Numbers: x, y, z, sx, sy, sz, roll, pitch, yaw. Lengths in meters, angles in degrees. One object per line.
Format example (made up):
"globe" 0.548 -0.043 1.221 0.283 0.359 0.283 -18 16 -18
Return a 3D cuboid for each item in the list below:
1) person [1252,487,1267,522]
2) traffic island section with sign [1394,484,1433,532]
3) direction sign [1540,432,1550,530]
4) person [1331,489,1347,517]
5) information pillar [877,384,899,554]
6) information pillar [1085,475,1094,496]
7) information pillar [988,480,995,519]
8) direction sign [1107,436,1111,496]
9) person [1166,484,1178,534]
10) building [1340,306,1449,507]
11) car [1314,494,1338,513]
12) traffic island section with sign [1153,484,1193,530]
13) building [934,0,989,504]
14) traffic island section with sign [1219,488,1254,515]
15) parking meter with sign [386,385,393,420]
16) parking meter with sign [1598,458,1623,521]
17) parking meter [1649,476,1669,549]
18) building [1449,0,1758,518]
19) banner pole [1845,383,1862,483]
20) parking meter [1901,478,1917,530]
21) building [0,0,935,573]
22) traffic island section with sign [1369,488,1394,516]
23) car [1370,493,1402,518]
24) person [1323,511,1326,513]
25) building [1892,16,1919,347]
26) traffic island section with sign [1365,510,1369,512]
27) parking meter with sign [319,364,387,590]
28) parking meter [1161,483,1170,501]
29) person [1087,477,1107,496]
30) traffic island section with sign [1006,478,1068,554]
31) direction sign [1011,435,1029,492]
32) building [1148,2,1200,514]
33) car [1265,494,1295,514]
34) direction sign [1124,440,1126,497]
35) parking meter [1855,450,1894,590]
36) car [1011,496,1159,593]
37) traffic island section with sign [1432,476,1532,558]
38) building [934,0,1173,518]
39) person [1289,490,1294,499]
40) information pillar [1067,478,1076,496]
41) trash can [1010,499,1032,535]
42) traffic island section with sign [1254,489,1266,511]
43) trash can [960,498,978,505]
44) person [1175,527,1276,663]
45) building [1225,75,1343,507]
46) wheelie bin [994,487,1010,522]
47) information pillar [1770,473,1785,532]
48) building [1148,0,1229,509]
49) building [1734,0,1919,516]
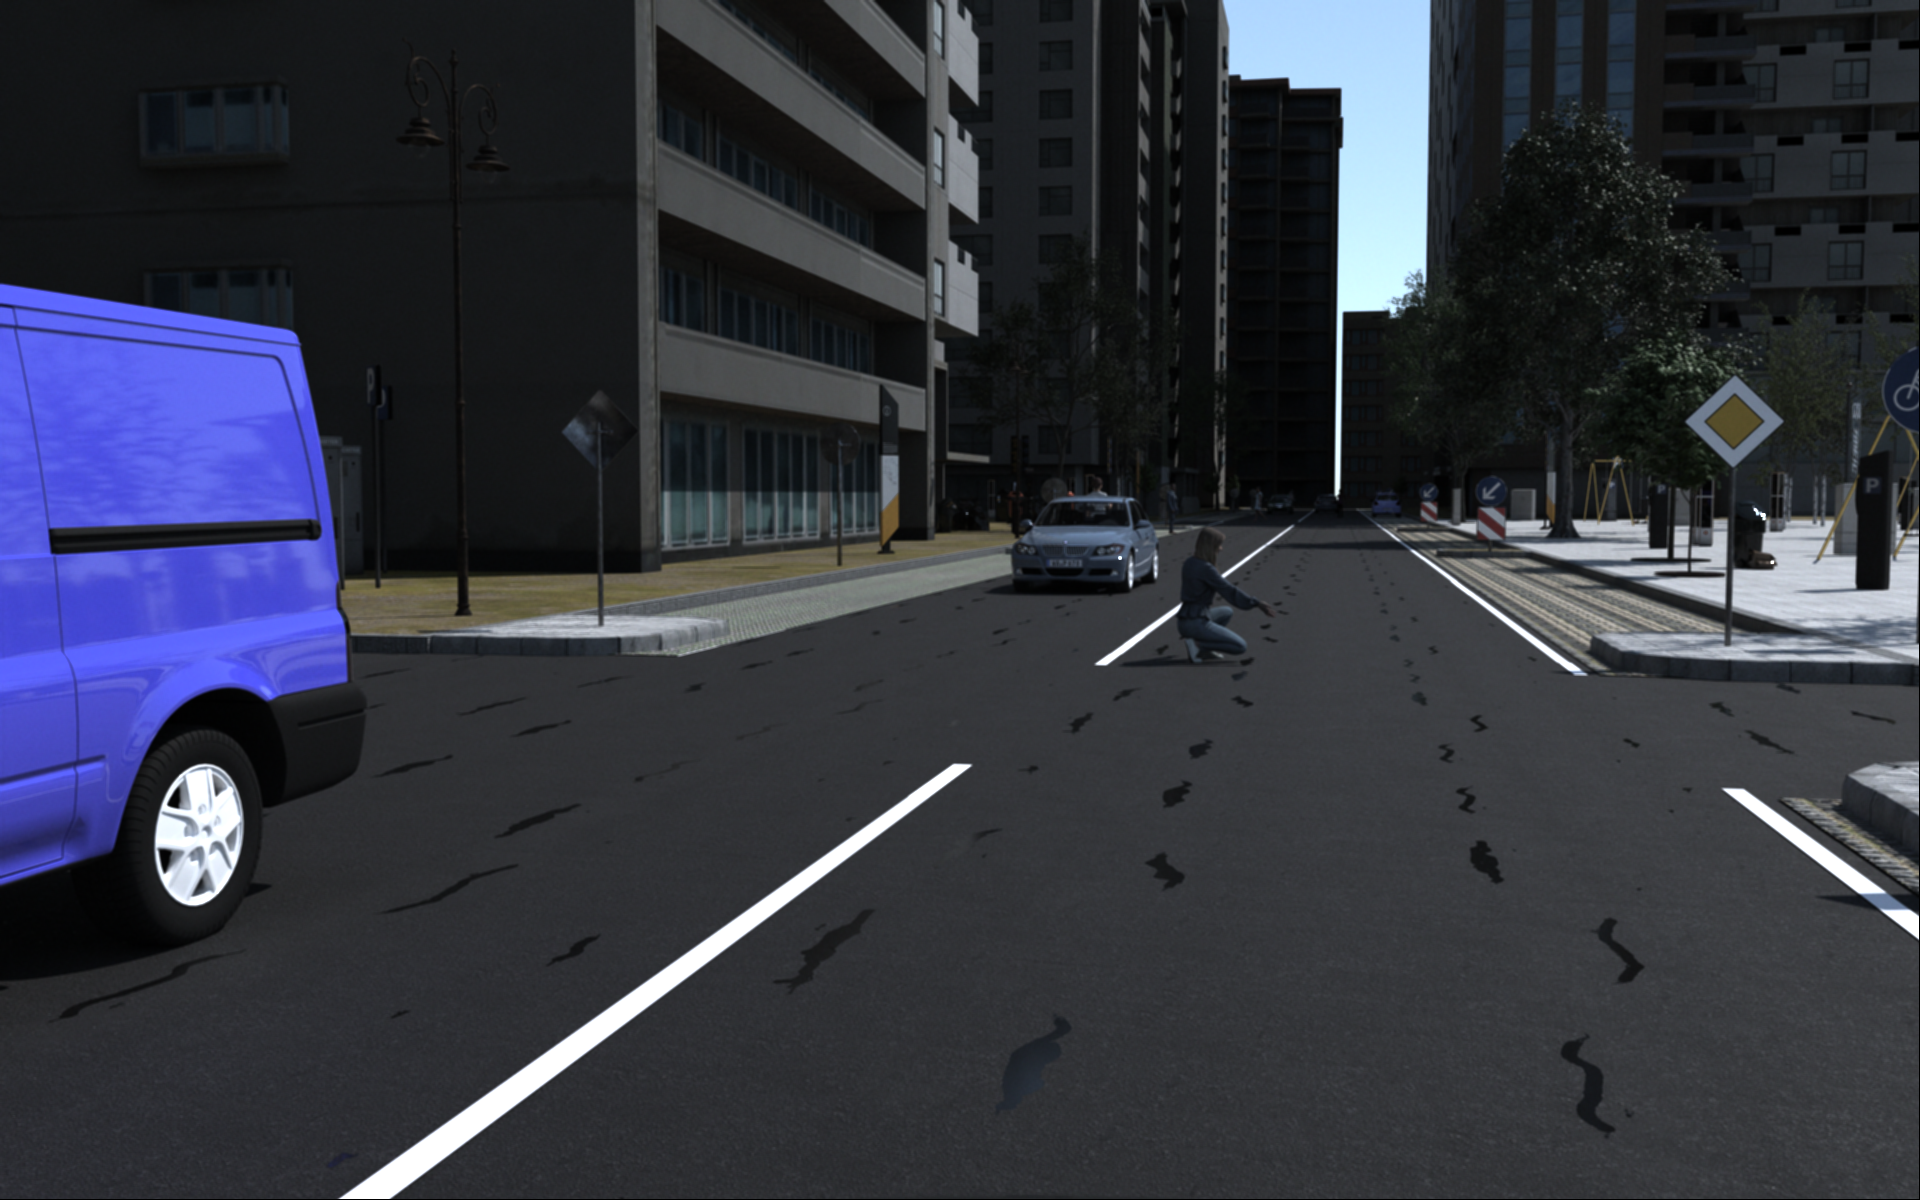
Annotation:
"person" 15.339 -4.900 88.710 0.778 1.811 0.616 1 4 16
"traffic island section with sign" 17.649 -3.495 65.771 1.989 1.847 2.006 1 4 12
"direction sign" 21.144 -4.312 62.491 0.379 3.537 0.876 2 4 24
"person" 23.354 -5.958 106.604 1.217 1.739 0.721 -2 4 -29
"information pillar" -1.532 -2.803 37.182 0.504 3.616 0.183 -3 5 -44
"information pillar" 4.937 -3.771 66.147 0.304 2.012 0.304 -1 4 -11
"information pillar" 1.666 -5.277 90.771 0.304 2.012 0.304 1 4 17
"direction sign" 5.851 -4.649 68.003 0.379 3.537 0.876 1 4 14
"person" 7.620 -3.278 62.271 0.419 1.800 0.721 1 4 17
"building" 54.768 -20.578 181.495 28.899 21.520 27.650 1 4 12
"car" 27.698 -7.266 130.800 2.014 1.417 4.499 1 4 13
"traffic island section with sign" 8.388 -3.750 69.934 1.989 1.847 2.006 1 4 12
"building" -14.511 -29.555 72.464 28.713 52.752 27.495 1 4 12
"traffic island section with sign" 18.516 -6.598 116.499 1.989 1.847 2.006 1 4 12
"parking meter with sign" -9.891 -1.905 27.413 0.543 3.016 1.738 3 5 42
"parking meter with sign" 30.896 -5.269 82.406 0.543 3.016 1.738 0 4 -3
"parking meter" 16.443 -2.144 40.772 0.399 1.863 0.255 0 4 3
"building" 35.686 -27.384 97.845 14.600 45.320 14.200 1 4 12
"banner pole" 20.233 -3.014 39.296 0.863 3.779 0.401 -3 4 -38
"parking meter" 35.549 -3.613 64.784 0.399 1.863 0.255 1 4 18
"building" -13.346 -25.406 39.097 21.300 48.544 21.600 1 4 12
"traffic island section with sign" 28.145 -6.449 114.069 1.989 1.847 2.006 1 4 12
"car" 26.182 -5.919 106.363 1.945 1.707 3.694 1 4 12
"person" 28.314 -7.513 134.563 0.599 1.433 0.991 3 4 39
"building" 79.224 -28.198 144.627 14.086 41.232 14.154 1 4 12
"traffic island section with sign" 33.934 -8.079 140.726 1.989 1.847 2.006 1 4 12
"parking meter with sign" -8.641 -1.641 23.097 1.738 3.016 0.543 -2 4 -31
"parking meter" 10.702 -5.176 90.335 0.399 1.863 0.255 3 4 38
"person" 2.726 -1.510 33.751 0.480 1.755 0.524 1 4 16
"traffic island section with sign" 2.247 -2.020 41.654 1.989 1.847 2.006 1 4 12
"direction sign" 2.319 -4.590 67.051 0.876 3.537 0.379 3 5 40
"building" -0.069 -26.130 119.114 32.217 40.220 23.993 1 4 12
"car" 23.003 -6.883 124.335 2.131 1.459 4.920 1 4 12
"direction sign" 6.984 -4.978 73.387 0.379 3.537 0.876 0 4 2
"parking meter" 12.277 -1.075 23.281 0.255 1.863 0.399 -3 5 -44
"car" 2.017 -0.906 26.814 2.014 1.417 4.499 1 4 14
"traffic island section with sign" 11.911 -1.884 39.431 1.989 1.847 2.006 1 4 12
"building" 4.375 -20.018 98.991 14.160 30.474 14.107 1 4 12
"person" 24.689 -7.330 129.007 0.551 1.740 0.621 3 5 41
"information pillar" 5.100 -4.592 79.578 0.304 2.012 0.304 -2 4 -29
"trash can" 1.921 -2.613 54.379 0.748 1.137 0.748 0 3 0
"traffic island section with sign" 24.247 -8.209 142.840 1.989 1.847 2.006 1 4 12
"trash can" 0.356 -3.371 66.763 0.748 1.137 0.748 0 3 0
"person" 2.195 -0.059 14.970 0.738 1.151 1.012 -1 4 -12
"building" 25.830 -32.418 184.660 28.867 44.769 22.147 1 4 12
"wheelie bin" 1.960 -4.349 79.013 0.693 1.594 0.980 1 4 12
"information pillar" 27.884 -3.340 59.096 0.304 2.012 0.304 -2 4 -24
"building" 12.827 -32.569 156.199 21.600 48.544 21.300 1 4 12
"building" 46.761 -32.249 116.512 28.713 52.752 27.495 1 4 12
